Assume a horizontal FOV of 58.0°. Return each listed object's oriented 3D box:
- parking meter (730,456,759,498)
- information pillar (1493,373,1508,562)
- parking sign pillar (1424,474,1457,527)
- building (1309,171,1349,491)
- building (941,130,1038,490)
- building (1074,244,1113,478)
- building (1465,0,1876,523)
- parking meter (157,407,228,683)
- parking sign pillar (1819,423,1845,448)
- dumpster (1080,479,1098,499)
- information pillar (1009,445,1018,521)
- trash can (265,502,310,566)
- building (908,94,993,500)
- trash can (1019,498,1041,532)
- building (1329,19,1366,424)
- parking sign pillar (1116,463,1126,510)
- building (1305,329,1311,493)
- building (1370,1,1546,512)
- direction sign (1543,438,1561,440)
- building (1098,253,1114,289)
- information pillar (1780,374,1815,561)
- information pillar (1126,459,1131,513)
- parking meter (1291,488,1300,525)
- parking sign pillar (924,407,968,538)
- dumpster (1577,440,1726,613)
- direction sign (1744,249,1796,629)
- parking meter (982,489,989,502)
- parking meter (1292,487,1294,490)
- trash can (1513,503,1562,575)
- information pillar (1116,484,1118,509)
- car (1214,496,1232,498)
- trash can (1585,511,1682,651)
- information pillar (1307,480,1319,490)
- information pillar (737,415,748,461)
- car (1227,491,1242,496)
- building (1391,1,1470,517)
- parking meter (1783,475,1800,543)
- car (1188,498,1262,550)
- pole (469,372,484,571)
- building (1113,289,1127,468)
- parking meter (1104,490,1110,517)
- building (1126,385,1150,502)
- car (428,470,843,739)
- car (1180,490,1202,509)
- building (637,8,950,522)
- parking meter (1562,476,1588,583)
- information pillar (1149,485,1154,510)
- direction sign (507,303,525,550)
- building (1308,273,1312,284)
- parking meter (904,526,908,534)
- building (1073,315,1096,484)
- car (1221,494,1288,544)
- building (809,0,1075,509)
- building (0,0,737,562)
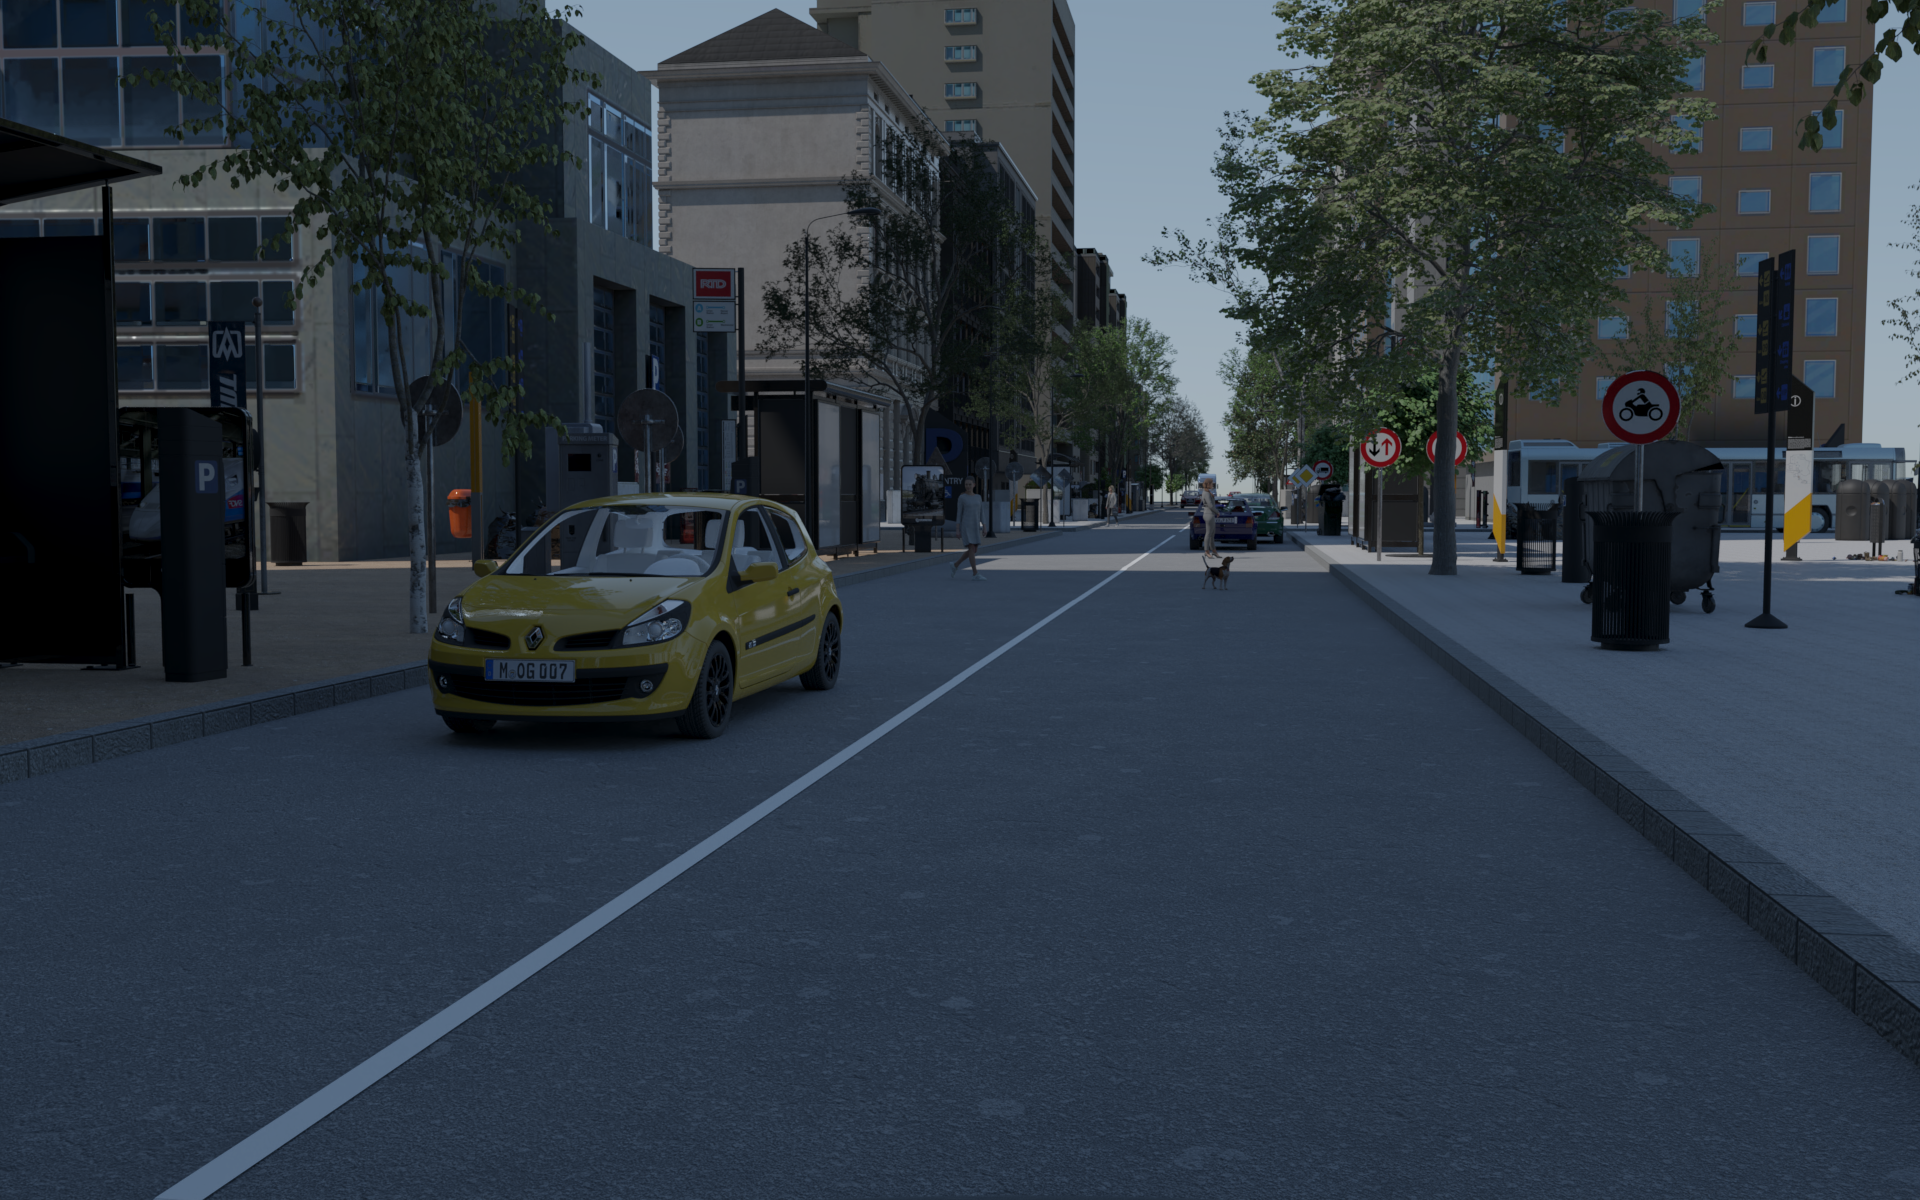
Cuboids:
[{"bbox_3d":[-3.351,-1.300,26.971,0.399,1.863,0.255,2,4,28],"label":"parking meter"},{"bbox_3d":[10.225,-2.532,32.753,0.183,3.616,0.504,0,4,-2],"label":"information pillar"},{"bbox_3d":[18.606,-4.825,67.365,1.447,3.967,1.447,0,4,6],"label":"parking sign pillar"},{"bbox_3d":[62.780,-38.550,253.998,21.300,48.544,21.600,1,4,9],"label":"building"},{"bbox_3d":[-2.787,-20.245,124.508,14.314,27.812,24.014,1,4,9],"label":"building"},{"bbox_3d":[9.848,-26.312,201.905,14.160,30.474,14.107,1,4,9],"label":"building"},{"bbox_3d":[30.751,-26.118,77.139,14.200,45.320,14.600,1,4,9],"label":"building"},{"bbox_3d":[-5.278,-0.381,11.934,0.255,1.863,0.399,1,4,16],"label":"parking meter"},{"bbox_3d":[33.076,-4.734,65.869,1.447,3.967,1.447,-3,4,-37],"label":"parking sign pillar"},{"bbox_3d":[8.427,-6.611,110.575,1.502,2.255,1.985,1,4,9],"label":"dumpster"},{"bbox_3d":[2.536,-5.537,81.878,0.183,3.616,0.504,-3,4,-38],"label":"information pillar"},{"bbox_3d":[-12.005,-1.181,30.956,0.748,1.137,0.748,0,3,0],"label":"trash can"},{"bbox_3d":[-5.201,-16.832,104.889,12.332,23.373,15.834,1,4,9],"label":"building"},{"bbox_3d":[2.365,-2.874,58.649,0.748,1.137,0.748,0,3,0],"label":"trash can"},{"bbox_3d":[55.283,-36.705,189.359,28.713,52.752,27.495,1,4,9],"label":"building"},{"bbox_3d":[12.941,-9.160,138.245,1.447,3.967,1.447,0,4,-3],"label":"parking sign pillar"},{"bbox_3d":[61.336,-30.665,273.078,14.160,30.474,14.107,1,4,9],"label":"building"},{"bbox_3d":[43.061,-30.880,155.005,14.600,45.320,14.200,1,4,9],"label":"building"},{"bbox_3d":[24.158,-4.819,70.784,0.379,3.537,0.876,-2,4,-29],"label":"direction sign"},{"bbox_3d":[9.883,-34.802,260.896,32.217,40.220,23.993,1,4,9],"label":"building"},{"bbox_3d":[16.040,-2.555,33.123,0.183,3.616,0.504,-3,5,-44],"label":"information pillar"},{"bbox_3d":[11.116,-7.512,114.170,0.183,3.616,0.504,3,5,44],"label":"information pillar"},{"bbox_3d":[14.085,-3.935,72.748,0.372,1.533,0.369,0,3,0],"label":"parking meter"},{"bbox_3d":[-0.418,-3.844,51.323,1.447,3.967,1.447,0,4,3],"label":"parking sign pillar"},{"bbox_3d":[7.714,-0.833,19.371,1.264,1.857,1.865,1,4,9],"label":"dumpster"},{"bbox_3d":[7.748,-1.501,16.538,0.379,3.537,0.876,0,4,6],"label":"direction sign"},{"bbox_3d":[1.341,-5.070,91.301,0.372,1.533,0.369,0,3,0],"label":"parking meter"},{"bbox_3d":[22.822,-6.860,117.876,0.399,1.863,0.255,-1,4,-15],"label":"parking meter"},{"bbox_3d":[9.181,-0.974,27.580,0.748,1.137,0.748,0,3,0],"label":"trash can"},{"bbox_3d":[9.964,-6.493,110.656,0.304,2.012,0.304,0,4,4],"label":"information pillar"},{"bbox_3d":[11.854,-3.967,77.445,1.945,1.354,3.894,1,4,9],"label":"car"},{"bbox_3d":[5.554,-0.164,14.328,0.748,1.137,0.748,0,3,0],"label":"trash can"},{"bbox_3d":[20.157,-6.541,98.306,0.504,3.616,0.183,3,4,38],"label":"information pillar"},{"bbox_3d":[-6.469,-3.659,51.178,0.504,3.616,0.183,2,4,24],"label":"information pillar"},{"bbox_3d":[35.995,-13.322,226.479,2.281,1.827,5.304,1,4,9],"label":"car"},{"bbox_3d":[38.165,-34.668,108.827,21.231,58.520,28.212,1,4,9],"label":"building"},{"bbox_3d":[21.847,-2.431,45.458,0.255,1.863,0.399,-1,4,-14],"label":"parking meter"},{"bbox_3d":[6.975,-2.025,45.685,1.945,1.354,3.894,1,4,10],"label":"car"},{"bbox_3d":[-8.098,-2.150,29.002,0.158,3.312,0.155,0,3,0],"label":"pole"},{"bbox_3d":[15.740,-28.704,241.007,14.160,30.474,14.107,1,4,9],"label":"building"},{"bbox_3d":[8.075,-5.334,95.621,0.372,1.533,0.369,0,3,0],"label":"parking meter"},{"bbox_3d":[16.795,-27.040,287.149,27.650,21.520,28.899,1,4,9],"label":"building"},{"bbox_3d":[-2.012,-0.076,11.471,2.015,1.641,3.980,1,4,11],"label":"car"},{"bbox_3d":[23.145,-10.076,173.407,2.281,1.827,5.304,1,4,9],"label":"car"},{"bbox_3d":[-7.342,-15.760,86.554,11.050,23.489,19.941,1,4,9],"label":"building"},{"bbox_3d":[8.914,-1.018,25.049,0.372,1.533,0.369,0,3,0],"label":"parking meter"},{"bbox_3d":[15.064,-8.047,136.057,0.304,2.012,0.304,1,4,21],"label":"information pillar"},{"bbox_3d":[-5.383,-1.777,21.053,0.379,3.537,0.876,0,4,-4],"label":"direction sign"},{"bbox_3d":[64.384,-36.901,286.930,14.154,41.232,14.086,1,4,9],"label":"building"},{"bbox_3d":[-1.624,-3.087,56.183,0.399,1.863,0.255,1,4,18],"label":"parking meter"},{"bbox_3d":[-0.654,-20.602,181.877,27.650,21.520,28.899,1,4,9],"label":"building"},{"bbox_3d":[8.701,-2.436,51.624,2.131,1.459,4.920,1,4,9],"label":"car"},{"bbox_3d":[-1.399,-32.459,154.409,21.300,48.544,21.600,1,4,9],"label":"building"},{"bbox_3d":[-23.923,-44.627,42.331,31.000,86.520,22.319,1,4,9],"label":"building"}]
